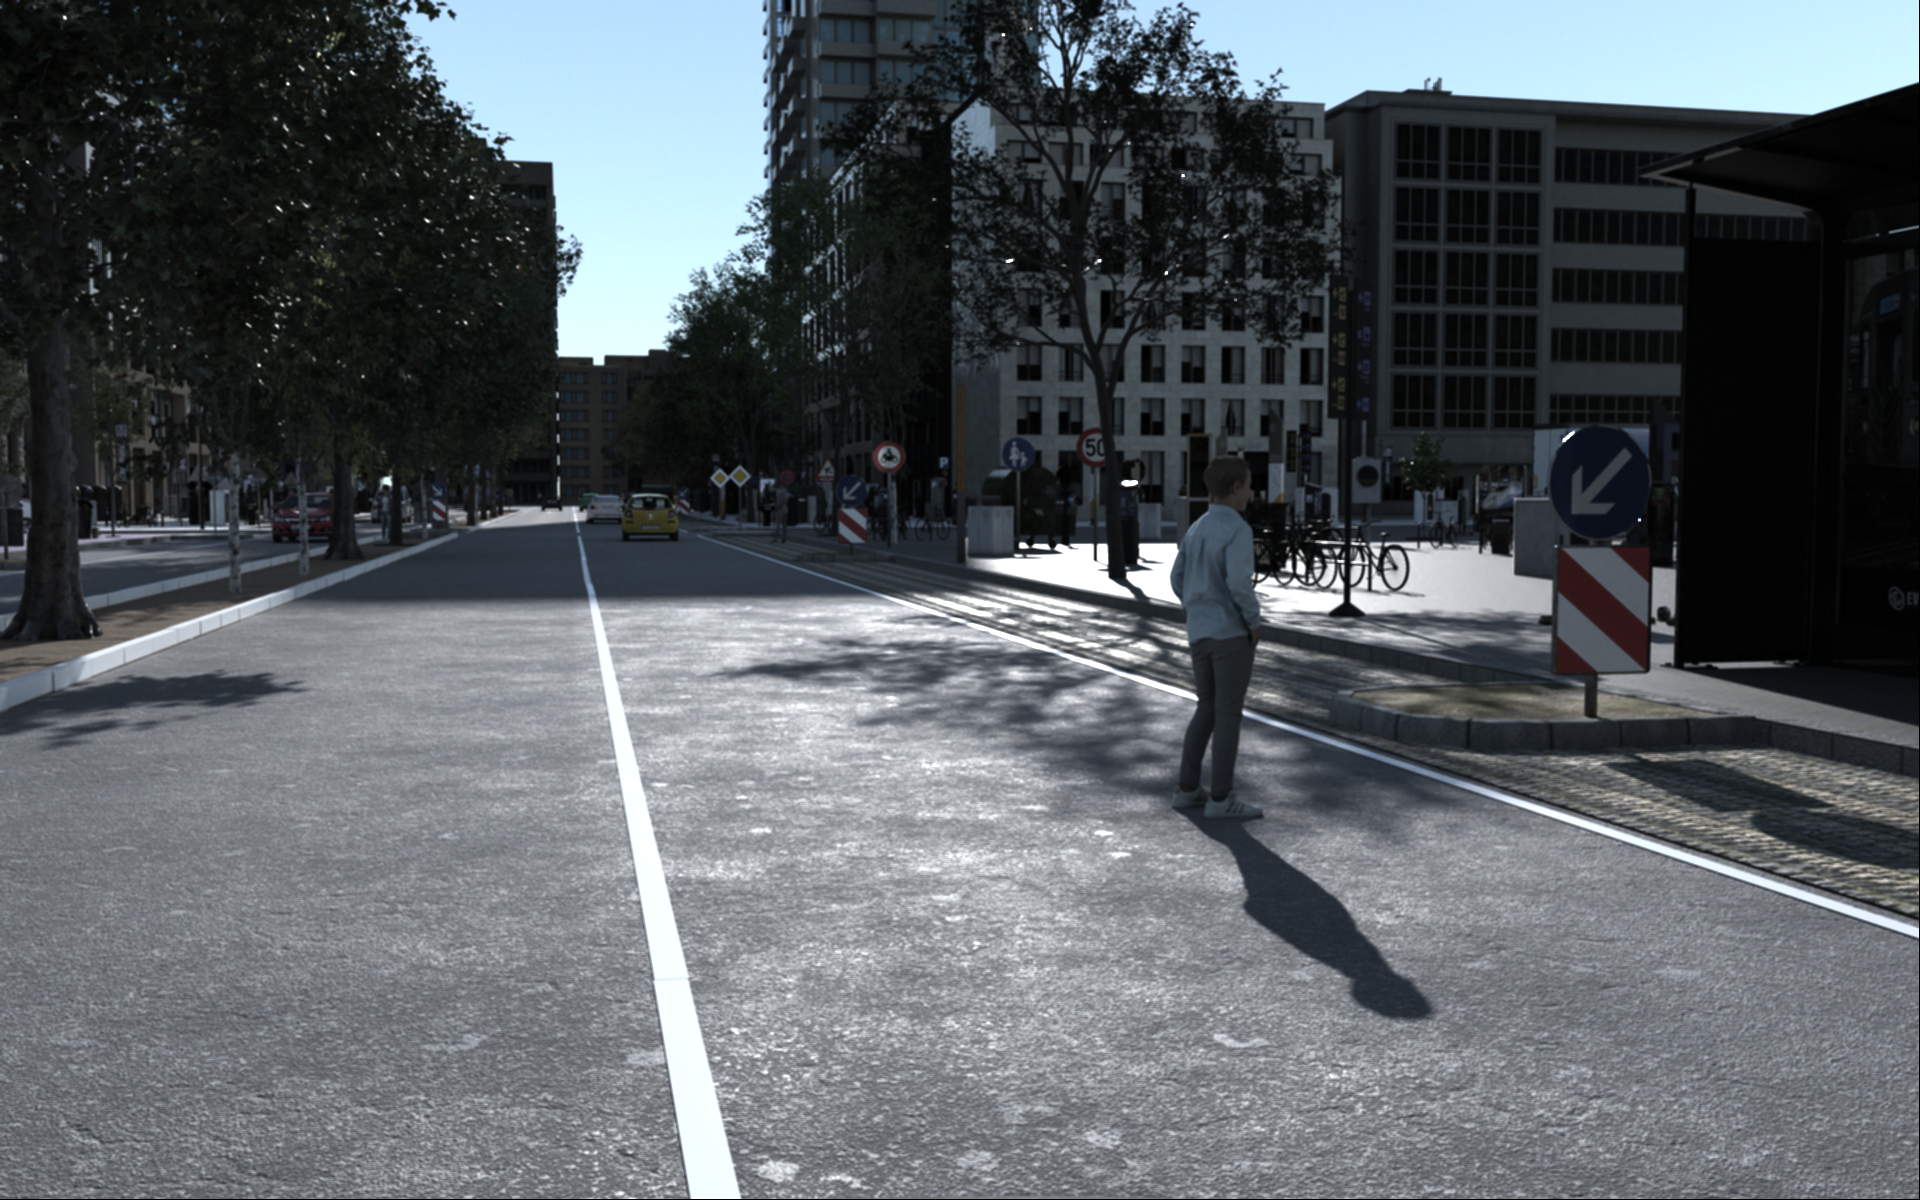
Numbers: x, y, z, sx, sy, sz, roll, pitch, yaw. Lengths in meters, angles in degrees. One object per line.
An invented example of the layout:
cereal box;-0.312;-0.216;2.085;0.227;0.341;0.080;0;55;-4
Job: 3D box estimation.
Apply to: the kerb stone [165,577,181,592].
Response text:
kerb stone;-11.694;-0.204;25.538;0.120;0.150;1.000;-1;4;-13

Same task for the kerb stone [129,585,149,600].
kerb stone;-11.248;-0.080;23.535;0.120;0.150;1.000;-1;4;-13

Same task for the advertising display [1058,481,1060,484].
advertising display;4.473;-4.267;74.986;0.123;1.923;0.974;-1;4;-16

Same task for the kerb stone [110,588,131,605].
kerb stone;-11.014;-0.015;22.536;0.120;0.150;1.000;-1;4;-13

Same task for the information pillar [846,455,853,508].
information pillar;-6.627;-6.899;104.155;0.504;3.616;0.183;-3;5;-40

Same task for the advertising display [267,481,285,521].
advertising display;-32.727;-4.751;82.889;0.123;1.923;0.974;2;4;25

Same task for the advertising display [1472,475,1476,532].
advertising display;17.617;-3.271;58.700;0.123;1.923;0.974;3;5;39

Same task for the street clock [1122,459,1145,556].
street clock;3.569;-1.899;35.621;0.471;2.002;0.358;-3;5;-42

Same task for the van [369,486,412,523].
van;-28.179;-4.821;85.831;2.013;2.044;4.112;-1;4;-13

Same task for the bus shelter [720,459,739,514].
bus shelter;-14.891;-7.413;112.481;1.731;3.624;6.357;-1;4;-13

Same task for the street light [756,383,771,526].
street light;-7.954;-5.965;70.315;0.468;5.910;1.993;-1;4;-13

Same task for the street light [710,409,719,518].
street light;-13.241;-7.388;93.582;0.468;5.910;1.993;-1;4;-13

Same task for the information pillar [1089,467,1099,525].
information pillar;5.509;-4.868;70.946;0.183;3.616;0.504;-2;4;-28

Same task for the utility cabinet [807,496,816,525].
utility cabinet;-6.207;-3.764;72.703;0.306;1.237;1.020;-1;4;-10

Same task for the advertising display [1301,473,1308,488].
advertising display;10.676;-2.969;53.756;0.123;1.923;0.974;1;4;17

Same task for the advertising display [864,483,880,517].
advertising display;-4.982;-5.683;98.132;0.974;1.923;0.123;-2;4;-31

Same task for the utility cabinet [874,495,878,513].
utility cabinet;-3.866;-4.713;88.217;1.020;1.237;0.306;0;4;-4

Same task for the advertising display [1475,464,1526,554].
advertising display;11.609;-1.952;37.127;0.974;1.923;0.123;2;4;32

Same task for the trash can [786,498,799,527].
trash can;-6.729;-3.485;68.639;0.748;1.137;0.748;0;3;0

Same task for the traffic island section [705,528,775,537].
traffic island section;-7.433;-2.232;58.771;2.009;0.180;2.903;-1;4;-13

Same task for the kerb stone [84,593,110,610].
kerb stone;-10.796;0.040;21.537;0.120;0.150;1.000;-1;4;-13

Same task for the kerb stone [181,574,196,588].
kerb stone;-11.915;-0.265;26.536;0.120;0.150;1.000;-1;4;-13

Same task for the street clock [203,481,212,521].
street clock;-36.187;-4.814;83.283;0.358;2.002;0.471;3;4;36

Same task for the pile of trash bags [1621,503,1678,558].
pile of trash bags;13.852;-1.443;33.344;1.912;1.369;3.447;2;4;31

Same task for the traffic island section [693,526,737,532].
traffic island section;-9.185;-2.708;66.562;2.009;0.180;2.903;-1;4;-13

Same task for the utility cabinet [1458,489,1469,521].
utility cabinet;24.048;-4.533;82.798;0.318;1.500;1.173;0;4;4

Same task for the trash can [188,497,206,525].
trash can;-32.058;-3.738;72.764;0.748;1.137;0.748;0;3;0

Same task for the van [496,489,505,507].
van;-52.329;-11.643;194.754;2.240;2.365;5.245;-1;4;-14

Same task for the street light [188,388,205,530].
street light;-27.454;-5.493;62.592;0.468;5.910;1.993;-1;4;-13

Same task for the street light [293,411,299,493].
street light;-32.707;-6.890;85.438;0.468;5.910;1.993;-1;4;-13

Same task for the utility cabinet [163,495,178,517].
utility cabinet;-44.956;-5.360;98.792;1.020;1.237;0.306;1;4;15

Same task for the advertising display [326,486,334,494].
advertising display;-48.300;-7.833;133.281;0.974;1.923;0.123;0;4;-3

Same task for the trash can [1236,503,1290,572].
trash can;5.103;-1.047;28.765;0.748;1.137;0.748;0;3;0

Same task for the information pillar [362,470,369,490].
information pillar;-45.601;-8.658;132.917;0.504;3.616;0.183;0;4;-3

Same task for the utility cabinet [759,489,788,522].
utility cabinet;-8.518;-4.333;79.525;1.173;1.500;0.318;-1;4;-18

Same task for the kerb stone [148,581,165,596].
kerb stone;-11.475;-0.138;24.535;0.120;0.150;1.000;-1;4;-13

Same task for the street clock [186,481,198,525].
street clock;-31.899;-4.122;71.963;0.471;2.002;0.358;-1;4;-17

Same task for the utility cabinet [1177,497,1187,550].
utility cabinet;5.455;-1.783;40.314;0.306;1.237;1.020;3;5;42

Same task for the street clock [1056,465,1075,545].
street clock;2.659;-2.393;43.696;0.471;2.002;0.358;0;4;-2

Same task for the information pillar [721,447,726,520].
information pillar;-11.802;-5.810;86.354;0.183;3.616;0.504;0;4;6

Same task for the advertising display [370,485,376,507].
advertising display;-40.179;-6.935;118.607;0.123;1.923;0.974;-3;4;-36

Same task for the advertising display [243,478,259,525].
advertising display;-29.121;-4.033;71.151;0.974;1.923;0.123;2;4;35

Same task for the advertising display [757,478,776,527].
advertising display;-7.662;-3.881;68.662;0.123;1.923;0.974;3;4;36

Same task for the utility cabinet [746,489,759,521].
utility cabinet;-9.625;-4.511;82.437;1.173;1.500;0.318;2;4;32

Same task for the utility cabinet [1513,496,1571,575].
utility cabinet;9.317;-0.997;27.456;1.020;1.237;0.306;1;4;12

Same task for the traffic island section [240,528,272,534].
traffic island section;-25.472;-2.486;62.919;2.009;0.180;2.903;-1;4;-13

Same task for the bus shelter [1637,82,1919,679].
bus shelter;6.389;-1.133;9.803;1.731;3.624;6.357;-1;4;-12

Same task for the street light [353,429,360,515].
street light;-37.704;-8.291;108.341;0.468;5.910;1.993;-1;4;-13

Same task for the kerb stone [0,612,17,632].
kerb stone;-10.123;0.226;18.538;0.120;0.150;1.000;-1;4;-13

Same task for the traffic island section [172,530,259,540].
traffic island section;-23.721;-2.009;55.128;2.009;0.180;2.903;-1;4;-13

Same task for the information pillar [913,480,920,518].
information pillar;-2.331;-5.445;93.510;0.304;2.012;0.304;1;4;14
